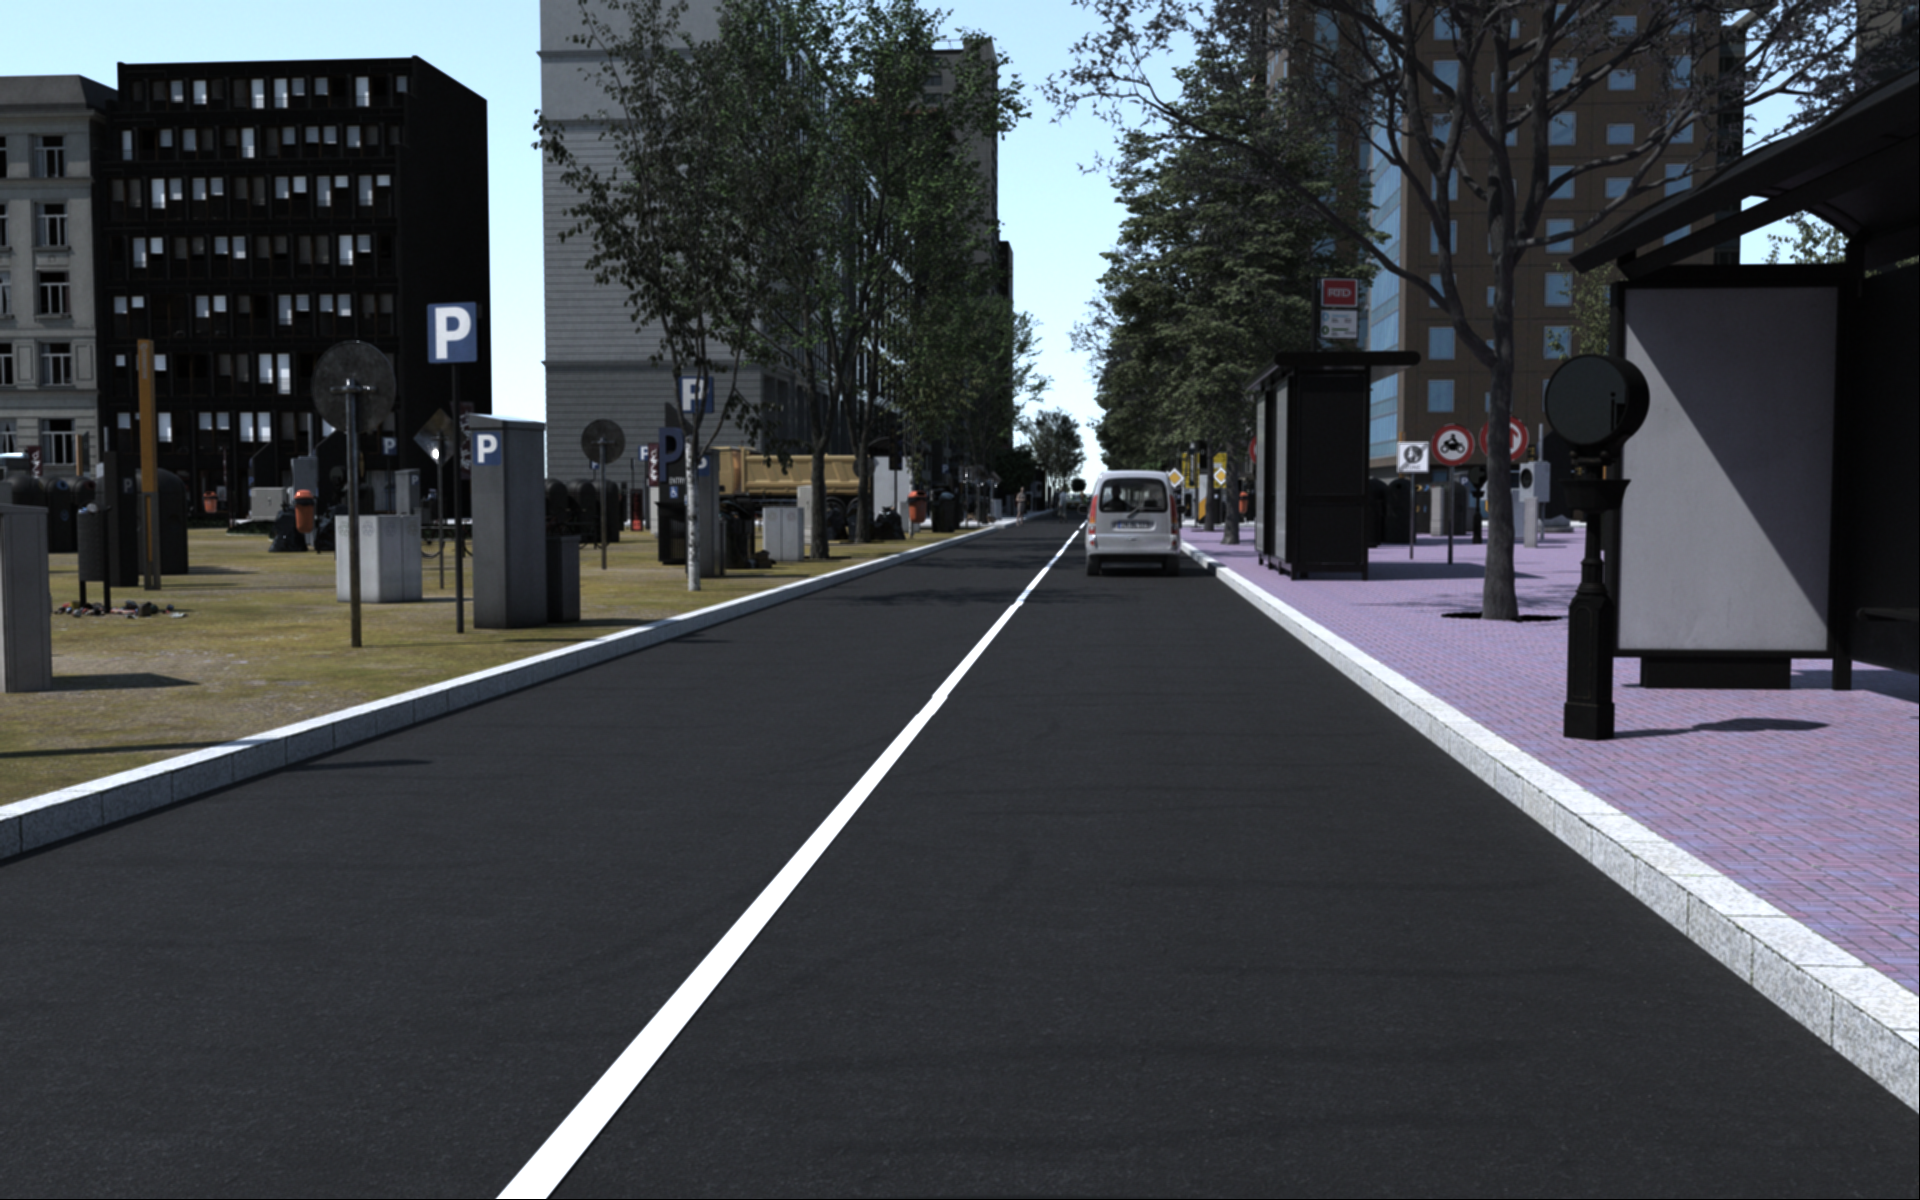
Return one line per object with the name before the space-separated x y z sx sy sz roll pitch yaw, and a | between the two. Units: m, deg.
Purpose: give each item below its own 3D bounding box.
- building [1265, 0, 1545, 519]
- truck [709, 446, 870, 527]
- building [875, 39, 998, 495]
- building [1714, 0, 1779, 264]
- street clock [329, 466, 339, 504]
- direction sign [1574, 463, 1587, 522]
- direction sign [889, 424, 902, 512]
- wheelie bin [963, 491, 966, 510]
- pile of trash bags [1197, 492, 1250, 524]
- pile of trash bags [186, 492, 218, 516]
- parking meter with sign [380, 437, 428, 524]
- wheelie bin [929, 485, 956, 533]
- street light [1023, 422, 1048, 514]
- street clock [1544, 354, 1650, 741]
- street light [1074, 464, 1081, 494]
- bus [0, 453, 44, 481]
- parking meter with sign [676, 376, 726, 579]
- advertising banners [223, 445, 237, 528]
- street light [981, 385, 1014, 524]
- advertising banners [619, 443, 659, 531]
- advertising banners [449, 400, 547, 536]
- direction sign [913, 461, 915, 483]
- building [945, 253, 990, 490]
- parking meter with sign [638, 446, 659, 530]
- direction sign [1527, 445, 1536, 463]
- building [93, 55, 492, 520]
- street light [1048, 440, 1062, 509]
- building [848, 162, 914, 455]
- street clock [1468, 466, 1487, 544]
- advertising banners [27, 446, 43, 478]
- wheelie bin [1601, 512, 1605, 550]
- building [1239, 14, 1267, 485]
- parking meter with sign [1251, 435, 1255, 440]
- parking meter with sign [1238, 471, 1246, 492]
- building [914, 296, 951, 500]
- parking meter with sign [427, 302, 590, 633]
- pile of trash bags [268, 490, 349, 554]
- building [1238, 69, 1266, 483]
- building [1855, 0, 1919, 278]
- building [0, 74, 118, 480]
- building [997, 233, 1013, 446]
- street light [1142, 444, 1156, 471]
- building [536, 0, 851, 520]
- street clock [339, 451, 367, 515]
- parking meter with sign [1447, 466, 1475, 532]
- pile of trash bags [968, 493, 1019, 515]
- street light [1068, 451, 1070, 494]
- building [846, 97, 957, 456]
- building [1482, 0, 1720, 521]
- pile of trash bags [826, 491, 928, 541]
building | 26.387 -27.910 106.446 14.600 45.320 14.200 0 4 5
truck | -7.381 -4.564 70.543 9.791 3.379 3.469 0 4 5
building | -2.237 -51.358 277.954 20.563 71.187 20.611 0 4 5
building | 41.731 -27.010 133.489 32.217 40.220 23.993 0 4 5
street clock | -16.101 -2.471 44.971 0.471 2.002 0.358 2 4 23
direction sign | 28.201 -5.274 78.223 0.876 3.537 0.379 1 4 16
direction sign | -2.105 -3.958 56.715 0.379 3.537 0.876 2 4 25
wheelie bin | 0.065 -7.923 137.441 0.693 1.594 0.980 -3 5 -41
pile of trash bags | 11.871 -4.098 76.756 1.912 1.369 3.447 -1 4 -18
pile of trash bags | -35.118 -4.181 78.119 3.447 1.369 1.912 0 4 5
parking meter with sign | -16.806 -3.450 52.675 1.738 3.016 0.543 2 4 33
wheelie bin | -0.574 -3.051 57.790 0.980 1.594 0.693 3 5 41
street light | 4.762 -8.546 112.275 1.470 5.913 1.316 0 4 5
street clock | 3.314 -0.275 9.067 0.358 2.002 0.471 -3 5 -42
street light | 15.162 -15.925 232.920 1.470 5.913 1.316 0 4 5
bus | -44.909 -4.799 73.320 13.247 3.499 2.948 0 4 6
parking meter with sign | -3.910 -1.850 26.510 0.543 3.016 1.738 0 4 0
advertising banners | -26.340 -4.054 62.472 0.090 3.025 2.074 -1 4 -12
street light | 1.603 -6.193 73.793 1.470 5.913 1.316 0 4 5
advertising banners | -11.175 -3.884 59.688 2.074 3.025 0.090 1 4 23
advertising banners | -8.835 -2.263 33.195 0.090 3.025 2.074 3 5 43
direction sign | -3.333 -7.707 118.004 0.379 3.537 0.876 2 4 32
building | -11.215 -34.562 256.970 32.217 40.220 23.993 0 4 5
parking meter with sign | -11.139 -4.082 62.995 0.543 3.016 1.738 1 4 8
direction sign | 26.446 -5.345 79.389 0.876 3.537 0.379 1 4 19
building | -34.960 -16.077 92.540 15.834 23.373 12.332 0 4 5
street light | 8.139 -10.858 150.072 1.470 5.913 1.316 0 4 5
building | -14.959 -20.066 132.601 19.350 26.468 34.151 0 4 5
street clock | 13.270 -2.434 44.373 0.471 2.002 0.358 2 4 34
advertising banners | -32.573 -4.057 62.513 2.074 3.025 0.090 0 4 -3
wheelie bin | 14.804 -1.937 39.579 0.693 1.594 0.980 -1 4 -12
building | 42.036 -46.518 198.821 20.563 71.187 20.611 0 4 5
parking meter with sign | 9.382 -3.342 50.910 0.543 3.016 1.738 -3 4 -38
parking meter with sign | 21.743 -8.217 130.602 1.738 3.016 0.543 2 4 26
building | -15.907 -19.623 165.880 27.650 21.520 28.899 0 4 5
parking meter with sign | -4.316 -1.248 16.659 0.543 3.016 1.738 1 4 21
pile of trash bags | -14.443 -1.759 38.518 1.912 1.369 3.447 -1 4 -17
building | 40.022 -31.828 175.016 22.147 44.769 28.867 0 4 5
building | 58.781 -28.460 89.015 21.600 48.544 21.300 0 4 5
building | -58.024 -16.154 97.397 30.059 22.955 16.112 0 4 5
building | 1.816 -39.551 296.761 14.600 45.320 14.200 0 4 5
street light | 11.876 -8.399 109.869 1.470 5.913 1.316 0 4 5
building | -13.989 -19.749 100.383 11.434 29.767 29.804 0 4 5
street clock | -10.116 -1.497 29.054 0.358 2.002 0.471 0 4 -6
parking meter with sign | 17.039 -3.844 59.113 0.543 3.016 1.738 -1 4 -11
pile of trash bags | 2.173 -5.861 105.587 3.447 1.369 1.912 0 4 5
street light | 11.351 -13.193 188.252 1.470 5.913 1.316 0 4 5
building | -12.001 -32.975 193.771 22.147 44.769 28.867 0 4 5
building | 28.937 -26.795 88.211 14.200 45.320 14.600 0 4 5
pile of trash bags | -2.268 -2.388 48.793 3.447 1.369 1.912 -3 5 -43
